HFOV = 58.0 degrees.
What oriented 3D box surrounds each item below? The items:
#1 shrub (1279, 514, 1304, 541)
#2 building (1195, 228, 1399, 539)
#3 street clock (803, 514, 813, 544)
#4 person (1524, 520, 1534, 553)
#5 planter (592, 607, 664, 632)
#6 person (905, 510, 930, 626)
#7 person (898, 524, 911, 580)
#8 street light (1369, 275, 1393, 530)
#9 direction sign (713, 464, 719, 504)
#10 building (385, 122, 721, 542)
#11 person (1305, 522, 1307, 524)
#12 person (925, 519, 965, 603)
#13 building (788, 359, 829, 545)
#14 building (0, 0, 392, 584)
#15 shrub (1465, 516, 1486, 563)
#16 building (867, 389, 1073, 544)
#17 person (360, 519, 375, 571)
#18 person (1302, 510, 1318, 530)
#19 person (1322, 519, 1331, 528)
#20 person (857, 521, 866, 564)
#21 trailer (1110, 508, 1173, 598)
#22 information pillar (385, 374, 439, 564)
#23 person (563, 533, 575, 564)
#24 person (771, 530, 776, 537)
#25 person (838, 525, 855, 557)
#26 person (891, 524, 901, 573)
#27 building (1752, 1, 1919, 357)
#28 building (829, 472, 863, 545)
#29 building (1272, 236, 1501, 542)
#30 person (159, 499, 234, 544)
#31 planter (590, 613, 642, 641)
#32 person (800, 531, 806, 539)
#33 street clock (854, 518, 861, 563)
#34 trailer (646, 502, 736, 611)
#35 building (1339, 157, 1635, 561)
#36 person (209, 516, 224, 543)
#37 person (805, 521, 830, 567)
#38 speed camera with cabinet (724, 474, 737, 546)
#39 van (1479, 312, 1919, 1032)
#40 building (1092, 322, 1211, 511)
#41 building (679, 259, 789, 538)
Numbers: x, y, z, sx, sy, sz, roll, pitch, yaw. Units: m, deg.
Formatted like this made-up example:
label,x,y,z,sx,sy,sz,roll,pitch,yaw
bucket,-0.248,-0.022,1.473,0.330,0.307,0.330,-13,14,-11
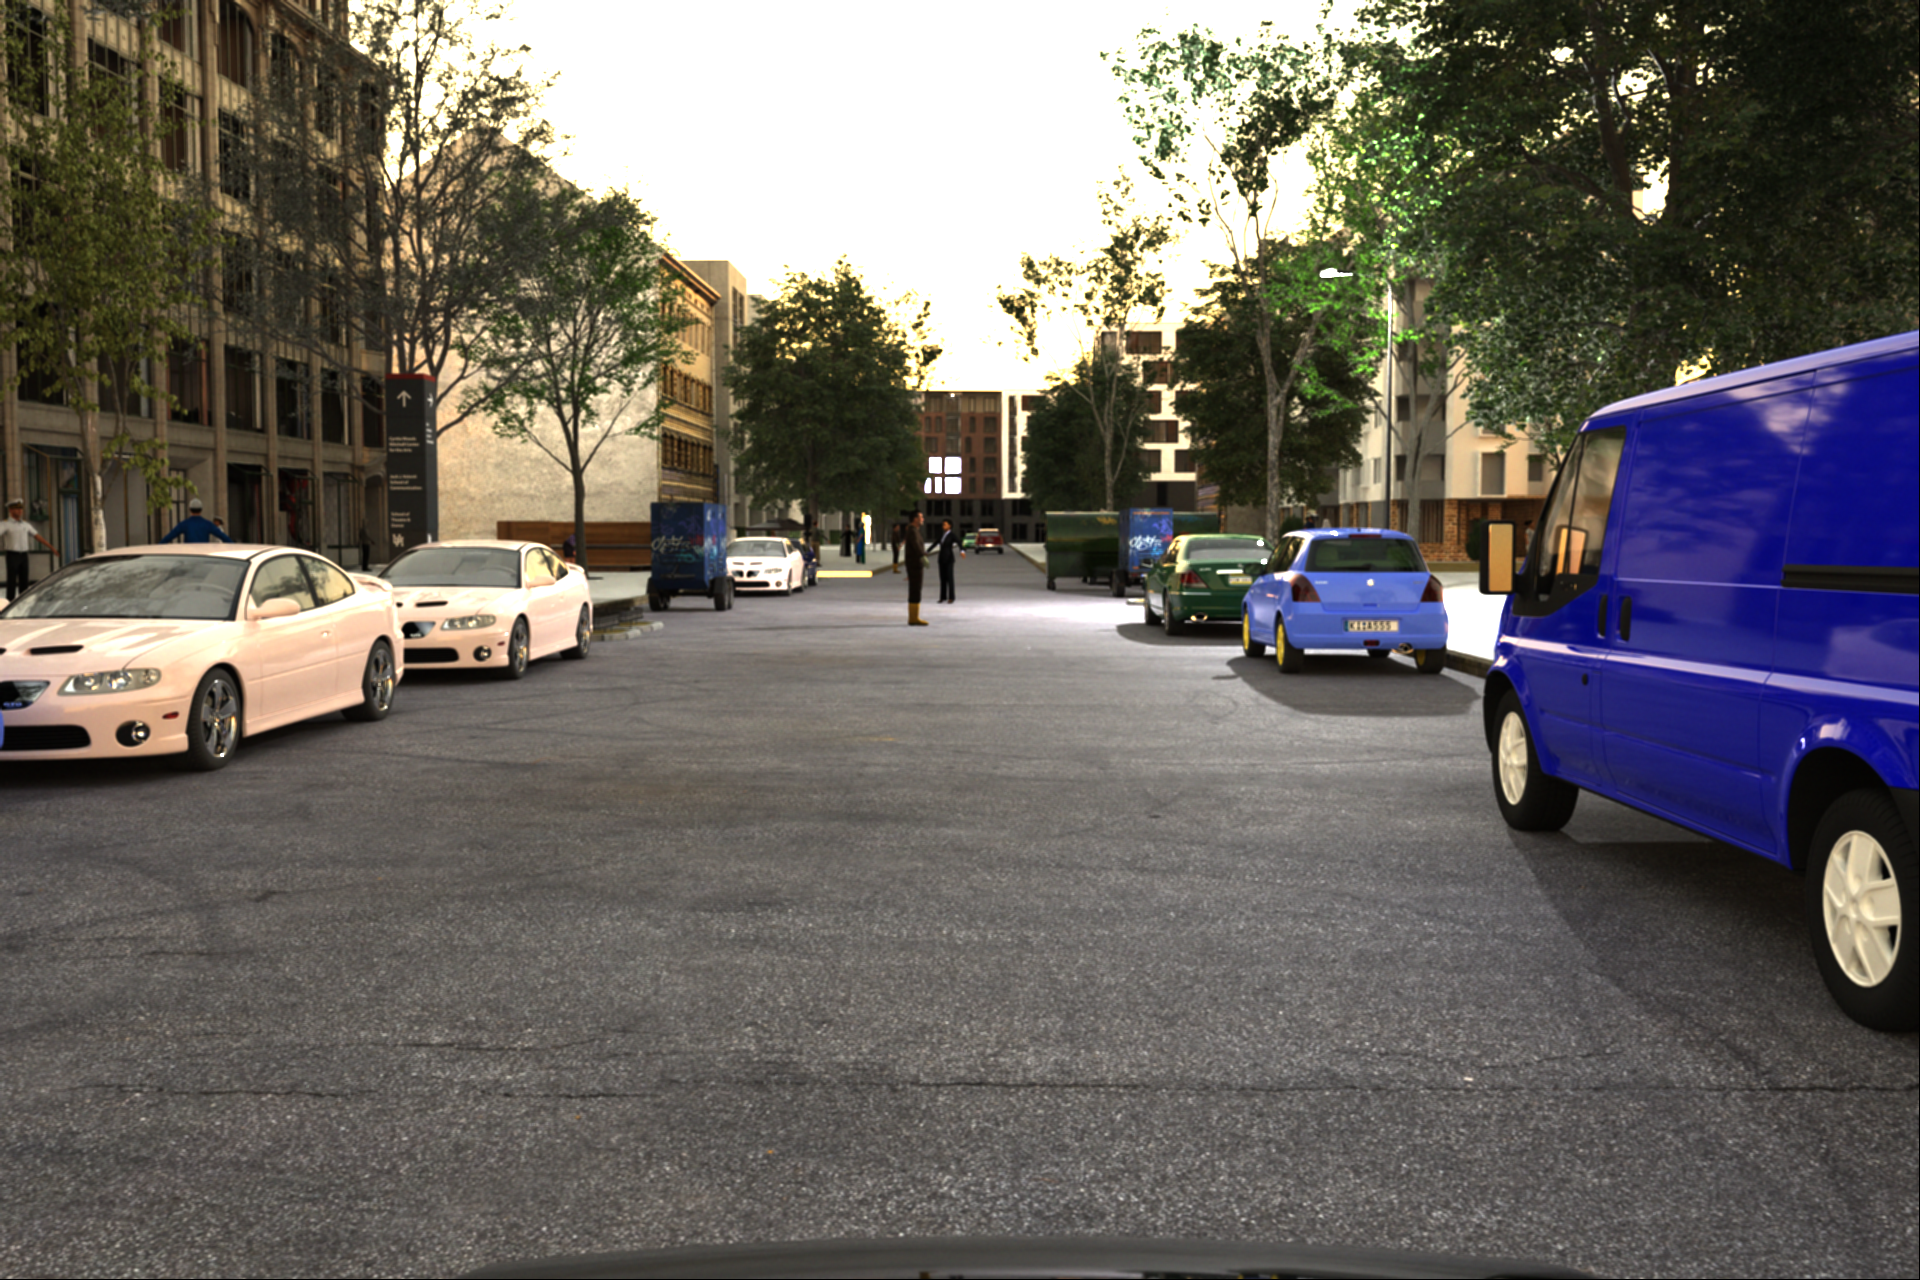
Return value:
label,x,y,z,sx,sy,sz,roll,pitch,yaw
shrub,12.283,-3.673,64.089,1.661,2.075,1.752,0,3,0
building,27.780,-18.152,127.713,19.493,23.208,18.063,0,4,1
street clock,-5.383,-3.466,61.246,0.358,2.002,0.471,0,4,3
person,18.733,-3.048,56.609,0.721,1.739,1.217,3,4,38
planter,-5.528,-0.298,26.012,1.991,0.319,1.994,0,4,1
person,-0.671,-1.140,27.234,0.704,1.812,1.346,-1,4,-8
person,-1.650,-2.721,53.742,0.721,1.733,1.217,1,4,21
street light,8.082,-3.541,30.432,1.470,5.913,1.316,0,4,1
direction sign,-7.906,-3.929,56.239,0.379,3.537,0.876,0,4,2
building,-25.130,-16.554,101.591,19.493,23.208,18.063,0,4,1
person,16.464,-4.677,82.243,0.705,1.856,1.354,2,4,32
person,-0.329,-1.631,35.848,1.216,1.740,0.721,3,5,44
building,-24.053,-19.813,190.402,16.747,18.905,31.486,0,4,0
building,-28.909,-14.299,50.443,14.369,24.946,33.146,0,4,2
shrub,23.329,-4.471,77.149,1.661,2.075,1.752,0,3,0
building,2.863,-25.004,255.239,32.646,21.610,27.936,0,4,-5
person,-20.409,-3.267,59.551,0.705,1.813,1.348,-2,4,-33
person,8.166,-2.097,40.155,0.704,1.845,1.351,2,4,27
person,11.229,-2.830,53.048,1.217,1.736,0.721,1,4,22
person,-4.177,-4.117,73.437,0.704,1.817,1.347,0,4,4
trailer,4.215,-2.018,40.041,1.471,1.999,3.904,0,4,0
information pillar,-8.935,-2.380,28.285,0.750,3.857,0.750,0,4,0
person,-12.329,-2.810,55.221,0.697,1.427,0.421,2,4,27
person,-7.074,-3.425,65.260,0.991,1.433,0.599,-2,4,-32
person,-6.386,-5.641,98.423,1.347,1.806,0.705,3,5,43
person,-2.314,-3.355,63.443,0.704,1.812,1.346,0,3,0
building,28.682,-13.121,42.253,11.050,23.595,19.941,0,4,1
building,-22.348,-21.883,224.244,16.747,18.905,31.486,0,4,2
building,25.277,-15.571,111.011,16.016,20.090,11.380,0,4,2
person,-12.162,-1.329,27.610,1.347,1.842,0.705,-2,4,-24
planter,-5.499,-0.175,23.997,1.991,0.319,1.994,0,4,2
person,-8.242,-5.227,91.640,0.705,1.806,1.347,-1,4,-20
street clock,-4.549,-4.453,77.375,0.358,2.002,0.471,0,4,2
trailer,-5.062,-1.518,31.863,1.471,1.999,3.904,0,4,1
building,25.925,-14.500,93.501,16.016,20.090,11.380,0,4,1
person,-20.047,-2.455,46.602,0.721,1.778,1.216,-2,4,-35
person,-5.656,-3.780,68.082,1.348,1.796,0.705,3,4,37
speed camera with cabinet,-7.923,-3.897,58.052,0.660,3.252,2.038,0,4,1
van,3.565,-0.137,6.619,2.240,2.365,5.245,0,3,0
building,27.765,-20.749,183.214,27.936,21.610,32.646,0,4,1
building,-22.896,-15.977,127.674,16.747,18.905,31.486,0,4,1
